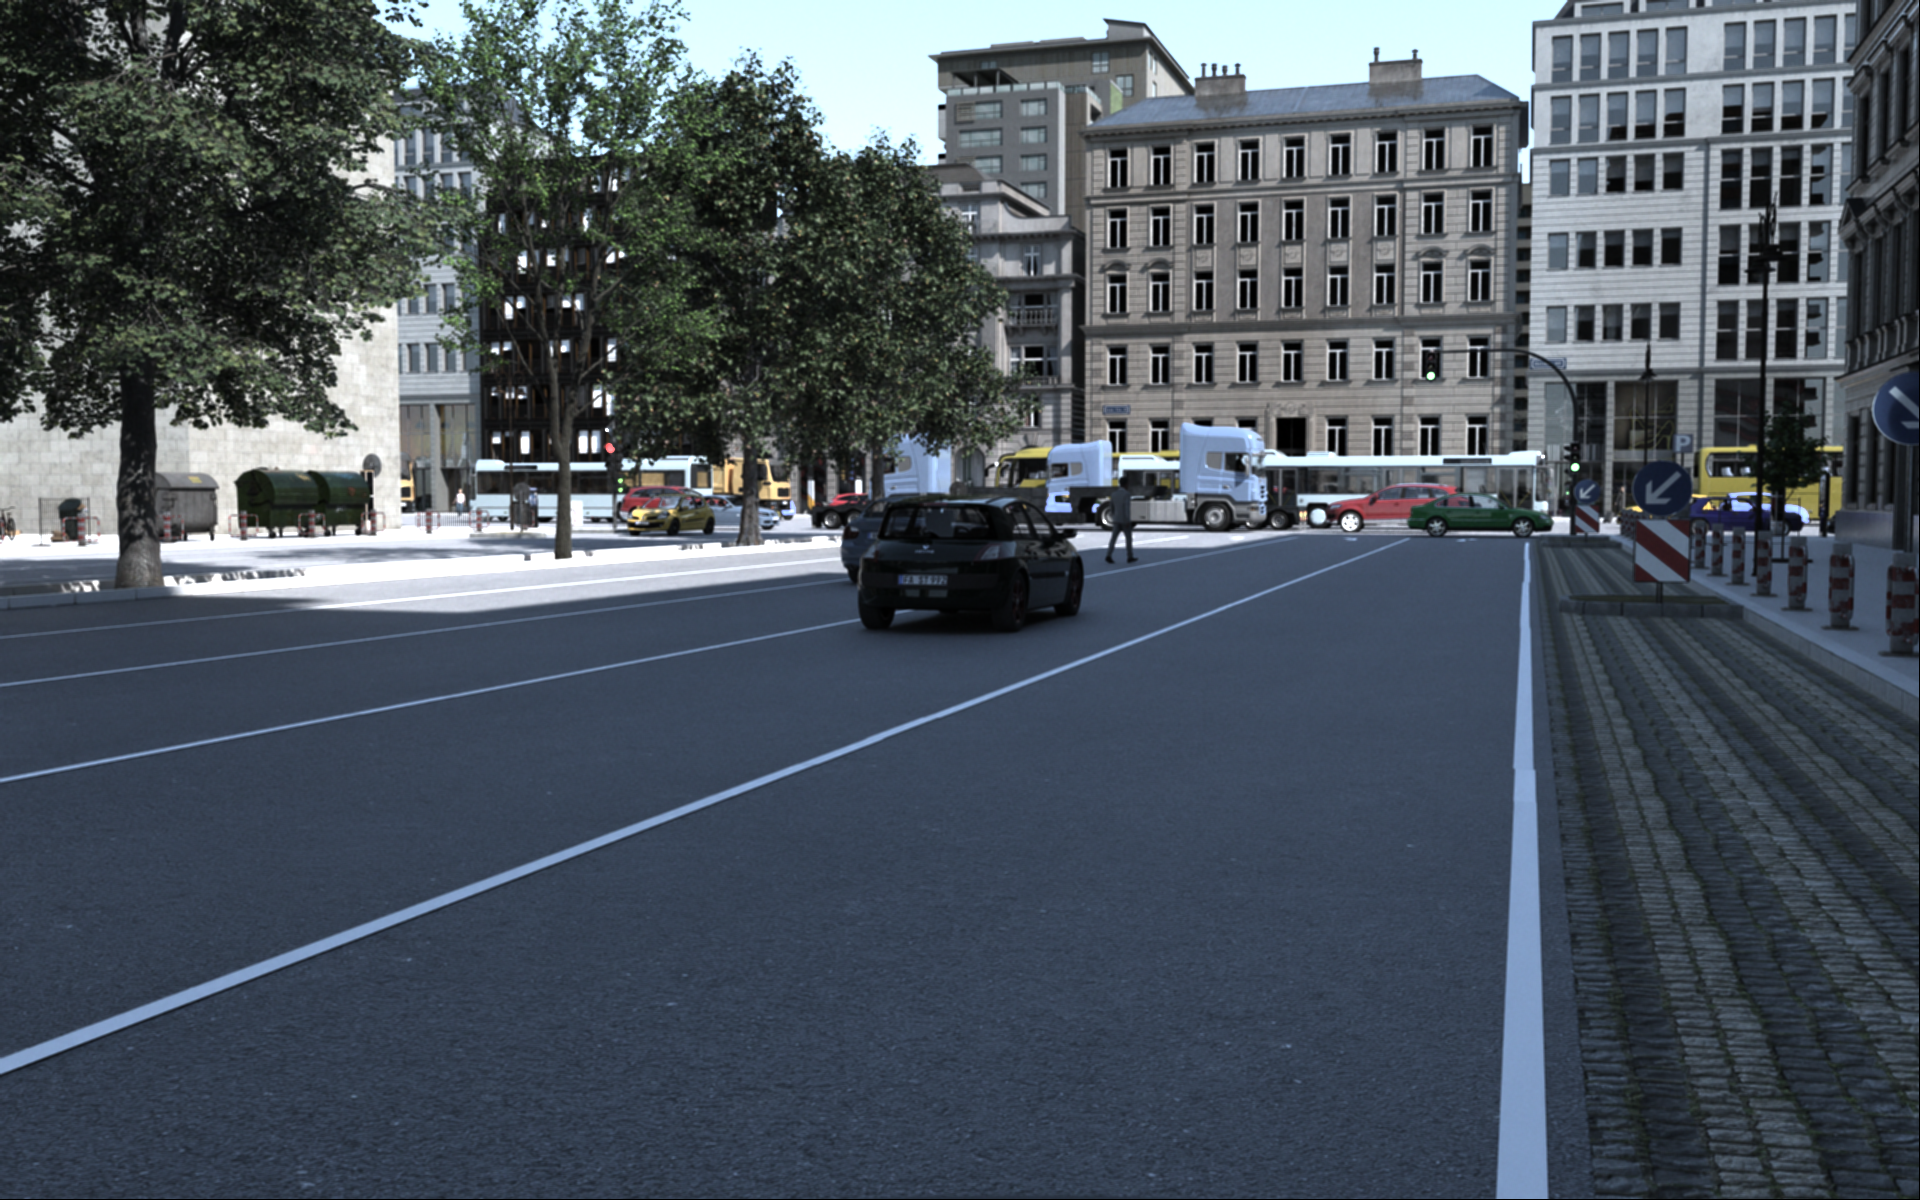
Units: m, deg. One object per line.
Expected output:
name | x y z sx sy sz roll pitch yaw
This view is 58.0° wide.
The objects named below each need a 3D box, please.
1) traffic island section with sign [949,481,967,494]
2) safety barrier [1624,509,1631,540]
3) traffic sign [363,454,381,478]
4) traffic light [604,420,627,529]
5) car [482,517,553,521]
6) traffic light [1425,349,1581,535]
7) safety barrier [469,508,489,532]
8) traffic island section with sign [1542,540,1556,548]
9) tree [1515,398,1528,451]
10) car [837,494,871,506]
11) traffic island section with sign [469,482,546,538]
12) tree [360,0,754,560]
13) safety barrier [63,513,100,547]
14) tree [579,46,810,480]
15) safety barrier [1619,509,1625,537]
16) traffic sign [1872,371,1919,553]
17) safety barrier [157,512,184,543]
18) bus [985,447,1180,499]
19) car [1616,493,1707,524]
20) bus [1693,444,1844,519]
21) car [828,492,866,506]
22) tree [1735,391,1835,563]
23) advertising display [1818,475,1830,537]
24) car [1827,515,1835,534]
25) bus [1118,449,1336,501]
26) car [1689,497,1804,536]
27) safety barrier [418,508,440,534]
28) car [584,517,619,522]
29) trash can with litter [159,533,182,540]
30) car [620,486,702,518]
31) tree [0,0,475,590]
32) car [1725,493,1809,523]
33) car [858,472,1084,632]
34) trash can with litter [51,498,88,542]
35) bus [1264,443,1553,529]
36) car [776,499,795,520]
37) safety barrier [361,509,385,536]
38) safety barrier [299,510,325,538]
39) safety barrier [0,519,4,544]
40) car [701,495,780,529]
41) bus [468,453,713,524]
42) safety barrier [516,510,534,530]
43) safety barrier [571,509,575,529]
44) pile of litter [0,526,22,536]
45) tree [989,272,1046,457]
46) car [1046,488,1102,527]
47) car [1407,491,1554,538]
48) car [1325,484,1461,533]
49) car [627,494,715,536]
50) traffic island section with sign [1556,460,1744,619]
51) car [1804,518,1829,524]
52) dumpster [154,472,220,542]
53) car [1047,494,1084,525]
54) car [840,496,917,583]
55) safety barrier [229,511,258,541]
traffic island section with sign | -0.256 -3.195 60.369 2.006 1.907 1.989 1 4 18
safety barrier | 18.882 -2.096 48.538 0.300 0.817 1.120 1 4 18
traffic sign | -18.623 -3.347 54.823 0.768 2.556 0.104 2 4 26
traffic light | -12.776 -4.597 64.075 0.839 4.253 0.868 1 4 18
car | -23.596 -5.107 92.296 4.718 1.807 1.959 1 4 17
traffic light | 17.015 -4.865 54.214 4.771 5.953 1.251 1 4 18
safety barrier | -16.231 -2.702 58.454 0.300 0.817 1.120 1 4 18
traffic island section with sign | 16.723 -2.322 46.585 1.989 1.847 2.006 1 4 18
tree | 52.049 -14.540 148.090 12.009 13.543 11.850 0 3 0
car | -4.307 -4.288 79.889 4.222 1.686 2.009 1 4 20
traffic island section with sign | -14.777 -2.967 57.136 1.989 1.847 2.006 1 4 18
tree | -8.006 -6.514 34.714 9.928 11.665 9.643 0 3 0
safety barrier | -21.495 -1.719 42.376 0.300 0.817 1.120 1 4 18
tree | -5.361 -7.636 44.313 9.611 12.733 9.660 0 3 0
safety barrier | 19.757 -2.259 51.212 0.300 0.817 1.120 1 4 18
traffic sign | 9.919 -1.099 18.080 0.768 2.556 0.104 1 4 22
safety barrier | -20.618 -1.883 45.058 0.300 0.817 1.120 1 4 18
bus | 7.556 -6.062 90.661 12.252 3.916 2.896 1 4 19
car | 29.399 -3.774 71.932 3.980 1.641 2.015 1 4 17
bus | 39.774 -5.291 78.058 12.252 3.916 2.896 1 4 18
car | -5.296 -5.456 98.240 4.494 1.783 2.155 1 4 17
tree | 15.420 -2.327 32.645 1.663 3.219 1.824 0 3 0
advertising display | 25.788 -2.843 51.692 0.123 1.923 0.974 1 4 17
car | 29.842 -2.761 54.926 4.222 1.686 2.009 1 4 18
bus | 14.156 -5.268 80.995 13.247 3.499 2.948 1 4 18
car | 26.187 -2.792 58.228 3.894 1.354 1.945 1 4 18
safety barrier | -17.104 -2.538 55.775 0.300 0.817 1.120 1 4 18
car | -17.408 -4.885 89.653 4.222 1.686 2.009 1 4 20
trash can with litter | -22.239 -2.264 48.400 0.624 1.170 1.055 1 4 13
car | -12.924 -4.304 79.043 5.304 1.827 2.281 1 4 20
tree | -11.782 -7.061 24.559 9.857 13.997 8.962 0 3 0
car | 35.346 -4.079 76.277 3.694 1.707 1.945 1 4 18
car | 0.214 -0.595 19.523 2.009 1.686 4.222 1 4 17
trash can with litter | -23.898 -2.142 46.406 0.624 1.170 1.055 0 4 -1
bus | 18.039 -4.655 70.973 13.247 3.499 2.948 1 4 19
car | -11.043 -5.305 96.331 3.694 1.707 1.945 1 4 18
safety barrier | -17.985 -2.374 53.093 0.300 0.817 1.120 1 4 18
safety barrier | -18.863 -2.210 50.406 0.300 0.817 1.120 1 4 18
safety barrier | -22.381 -1.554 39.685 0.300 0.817 1.120 1 4 18
car | -9.477 -3.550 70.052 4.499 1.417 2.014 1 4 19
bus | -18.852 -5.590 86.264 13.247 3.499 2.948 1 4 18
safety barrier | -15.351 -2.865 61.125 0.300 0.817 1.120 1 4 18
safety barrier | -14.472 -3.029 63.798 0.300 0.817 1.120 1 4 18
pile of litter | -29.677 -2.422 53.567 1.176 0.858 1.719 -1 4 -22
tree | -2.526 -8.203 53.585 9.611 12.733 9.660 0 3 0
car | 5.465 -4.155 77.517 3.694 1.707 1.945 1 4 19
car | 17.390 -3.007 57.963 4.718 1.807 1.959 1 4 17
car | 16.321 -3.416 64.532 5.304 1.827 2.281 1 4 18
car | -10.099 -3.071 60.441 2.015 1.641 3.980 1 4 19
traffic island section with sign | 8.322 -0.755 20.968 1.989 1.847 2.006 1 4 18
car | 41.932 -4.499 83.351 4.222 1.686 2.009 1 4 18
dumpster | -21.057 -2.498 46.602 1.264 1.857 1.865 1 4 18
car | 4.204 -4.425 82.575 3.980 1.641 2.015 1 4 20
car | -0.503 -1.041 29.020 2.014 1.417 4.499 1 4 19
safety barrier | -19.742 -2.046 47.731 0.300 0.817 1.120 1 4 18
